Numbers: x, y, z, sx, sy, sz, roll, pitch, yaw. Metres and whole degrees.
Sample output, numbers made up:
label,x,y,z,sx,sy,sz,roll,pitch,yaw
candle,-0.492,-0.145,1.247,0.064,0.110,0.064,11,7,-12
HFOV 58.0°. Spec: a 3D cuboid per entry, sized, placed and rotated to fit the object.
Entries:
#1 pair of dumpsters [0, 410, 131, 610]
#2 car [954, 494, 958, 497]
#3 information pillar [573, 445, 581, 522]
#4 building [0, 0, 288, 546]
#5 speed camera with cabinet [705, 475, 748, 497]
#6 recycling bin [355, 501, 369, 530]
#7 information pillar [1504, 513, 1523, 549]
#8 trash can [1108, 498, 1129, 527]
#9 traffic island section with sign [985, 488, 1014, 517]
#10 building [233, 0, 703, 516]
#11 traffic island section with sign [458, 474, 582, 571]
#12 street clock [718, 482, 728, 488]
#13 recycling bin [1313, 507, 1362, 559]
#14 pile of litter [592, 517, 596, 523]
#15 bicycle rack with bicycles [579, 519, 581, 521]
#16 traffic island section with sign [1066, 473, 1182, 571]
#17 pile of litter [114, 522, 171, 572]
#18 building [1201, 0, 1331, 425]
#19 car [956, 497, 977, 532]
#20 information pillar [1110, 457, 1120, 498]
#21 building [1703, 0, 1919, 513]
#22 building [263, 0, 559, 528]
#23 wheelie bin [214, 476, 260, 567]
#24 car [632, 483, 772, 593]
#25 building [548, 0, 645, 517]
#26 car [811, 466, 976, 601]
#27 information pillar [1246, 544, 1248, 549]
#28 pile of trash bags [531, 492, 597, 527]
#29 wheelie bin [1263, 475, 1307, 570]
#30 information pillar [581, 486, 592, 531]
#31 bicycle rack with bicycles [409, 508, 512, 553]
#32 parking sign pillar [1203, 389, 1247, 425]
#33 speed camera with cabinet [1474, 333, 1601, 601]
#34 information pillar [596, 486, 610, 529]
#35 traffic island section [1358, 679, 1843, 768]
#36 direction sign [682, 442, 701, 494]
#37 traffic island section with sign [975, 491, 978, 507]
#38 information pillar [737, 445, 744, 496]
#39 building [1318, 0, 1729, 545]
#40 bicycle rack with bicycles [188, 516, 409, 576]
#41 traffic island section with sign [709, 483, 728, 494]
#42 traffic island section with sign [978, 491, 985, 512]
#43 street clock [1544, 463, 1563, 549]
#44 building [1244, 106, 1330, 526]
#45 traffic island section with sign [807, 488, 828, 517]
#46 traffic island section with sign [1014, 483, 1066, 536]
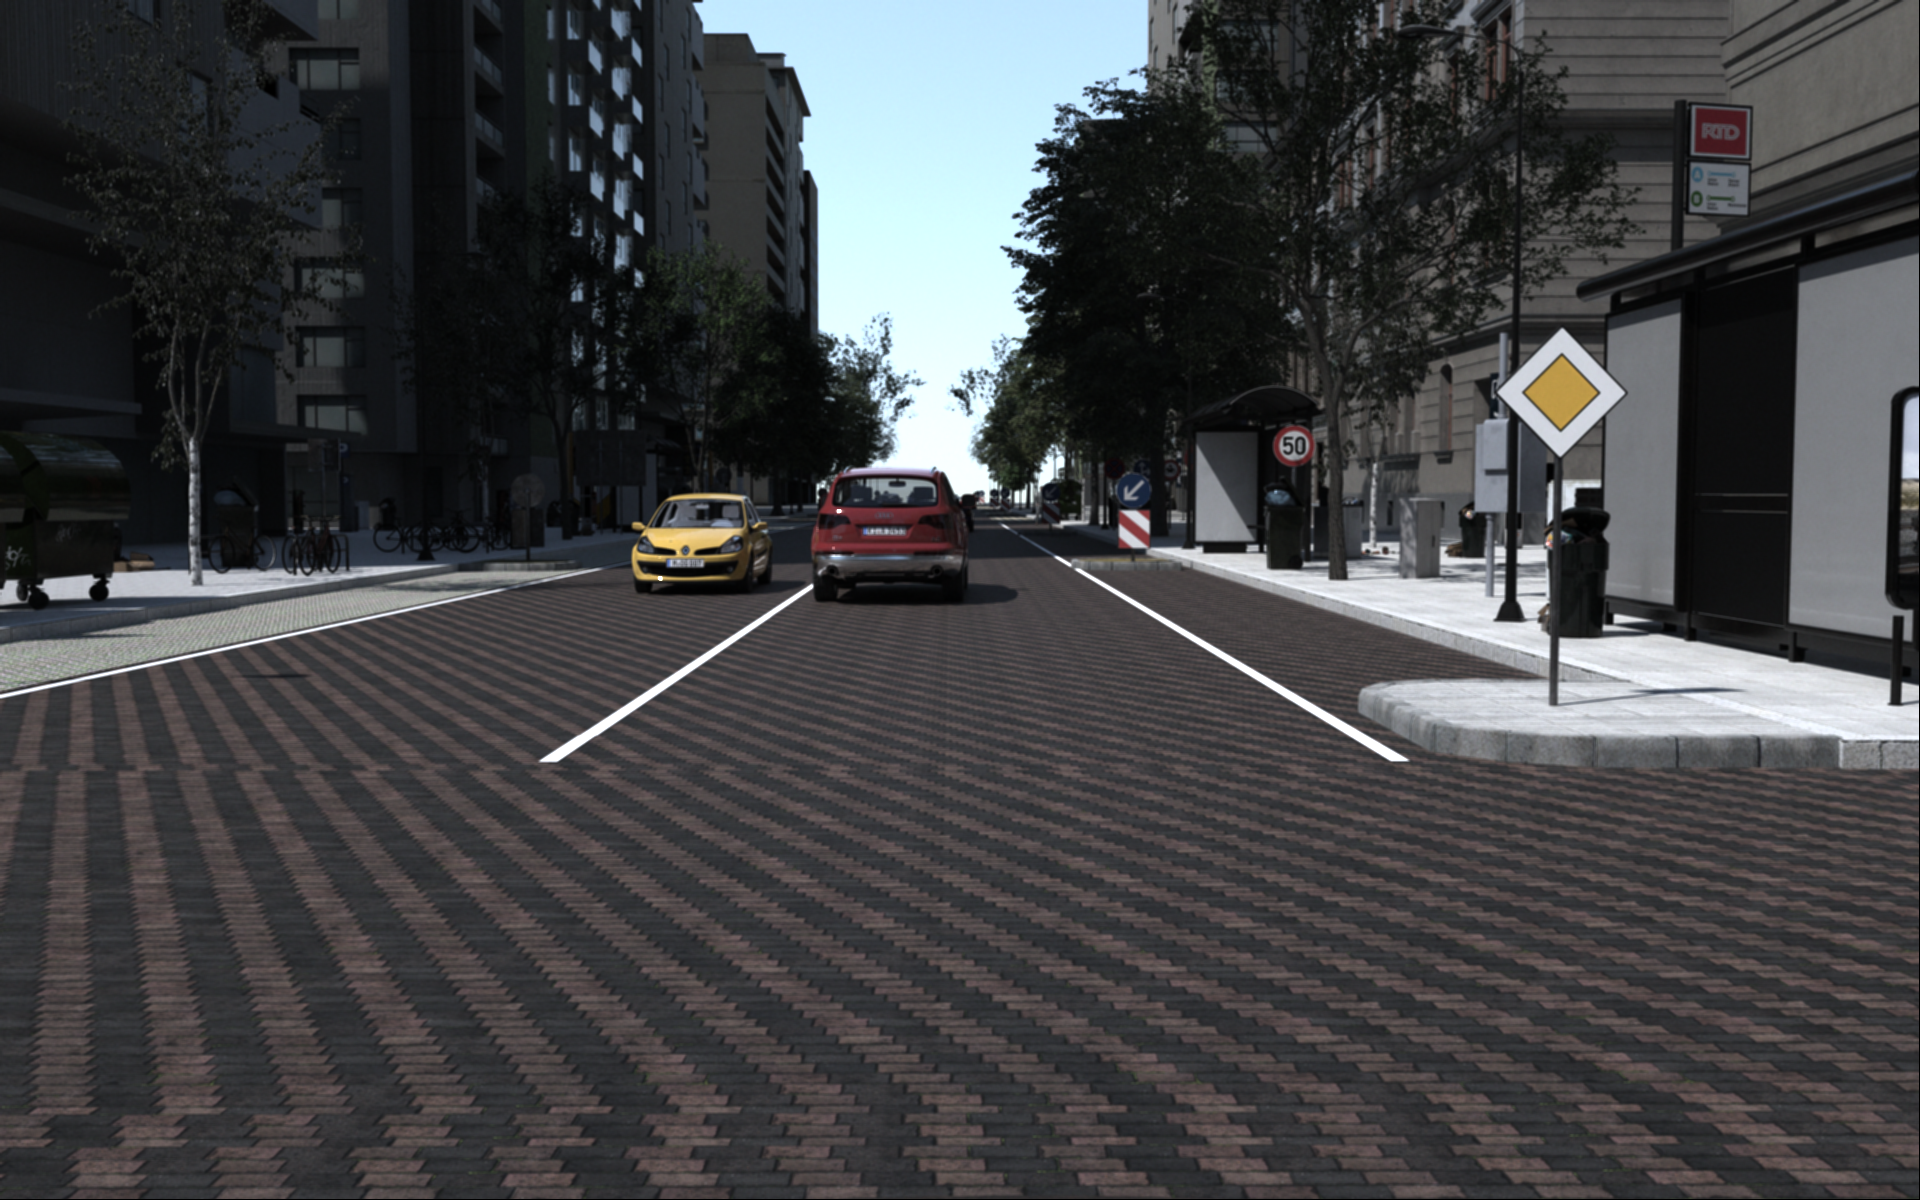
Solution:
label,x,y,z,sx,sy,sz,roll,pitch,yaw
pair of dumpsters,-10.686,-0.987,18.628,1.574,2.255,4.437,0,4,0
car,-0.878,-11.319,194.844,2.009,1.686,4.222,0,4,1
information pillar,-17.424,-5.319,78.317,0.504,3.616,0.183,-1,4,-13
building,-31.173,-27.363,36.625,28.713,52.752,27.495,0,4,0
speed camera with cabinet,-11.387,-5.511,84.442,2.038,3.252,0.660,0,4,4
recycling bin,-21.896,-3.069,62.728,0.722,1.027,0.722,1,4,10
information pillar,12.961,-2.202,40.500,0.304,2.012,0.304,-1,4,-17
trash can,6.073,-3.401,67.256,0.748,1.137,0.748,0,3,0
traffic island section with sign,2.744,-6.205,110.071,1.989,1.847,2.006,0,4,0
building,-34.066,-33.066,129.860,28.713,52.752,27.495,0,4,0
traffic island section with sign,-8.253,-1.477,32.781,1.989,1.847,2.006,0,4,0
street clock,-11.430,-4.834,83.613,0.471,2.002,0.358,0,4,-6
recycling bin,7.521,-1.342,34.494,0.722,1.027,0.722,-1,4,-18
pile of litter,-15.713,-3.783,75.825,1.719,0.858,1.176,1,4,22
bicycle rack with bicycles,-18.902,-4.079,80.073,2.925,0.926,2.852,0,4,-5
traffic island section with sign,3.164,-1.516,33.410,1.989,1.847,2.006,0,4,0
pile of litter,-13.989,-0.909,28.829,1.719,0.858,1.176,-3,5,-43
building,19.974,-25.129,94.447,14.154,41.232,14.086,0,4,0
car,-0.323,-3.331,67.041,1.945,1.354,3.894,0,4,1
information pillar,6.797,-5.179,76.037,0.504,3.616,0.183,1,4,11
building,28.741,-11.754,25.469,30.059,22.955,16.112,0,4,0
building,-25.034,-23.624,69.853,14.154,41.232,14.086,0,4,0
wheelie bin,-12.741,-1.383,30.525,0.693,1.594,0.980,-1,4,-16
car,-3.870,-0.985,26.334,2.015,1.641,3.980,0,3,0
building,-30.996,-29.414,100.521,23.786,49.044,30.456,0,4,0
car,-0.915,-0.979,24.680,2.281,1.827,5.304,0,4,1
information pillar,6.563,-2.203,40.519,0.304,2.012,0.304,1,4,20
pile of trash bags,-15.659,-3.545,67.713,3.447,1.369,1.912,0,4,8
wheelie bin,5.525,-1.324,29.563,0.693,1.594,0.980,0,4,3
information pillar,-13.011,-3.413,60.290,0.304,2.012,0.304,-2,4,-28
bicycle rack with bicycles,-11.458,-1.524,38.303,2.925,0.926,2.852,-1,4,-10
parking sign pillar,6.878,-3.476,45.298,1.447,3.967,1.447,-3,5,-40
speed camera with cabinet,7.229,-1.625,20.904,0.660,3.252,2.038,-2,4,-35
information pillar,-12.991,-4.379,62.952,0.504,3.616,0.183,-2,4,-26
traffic island section,3.617,0.720,10.512,2.009,0.180,2.903,0,4,0
direction sign,-11.644,-5.103,75.438,0.876,3.537,0.379,-1,4,-9
traffic island section with sign,2.298,-11.239,192.386,1.989,1.847,2.006,0,4,0
information pillar,-10.552,-5.618,83.217,0.183,3.616,0.504,-3,4,-37
building,20.067,-16.307,54.012,14.401,28.519,23.554,0,4,0
bicycle rack with bicycles,-11.125,-0.923,28.470,2.852,0.926,2.925,1,4,8
traffic island section with sign,-8.401,-3.157,60.246,1.989,1.847,2.006,0,4,0
traffic island section with sign,2.598,-7.858,137.109,1.989,1.847,2.006,0,4,0
street clock,13.729,-2.182,40.241,0.358,2.002,0.471,-3,4,-36
building,18.803,-12.908,75.673,10.561,19.102,19.286,0,4,0
traffic island section with sign,-8.679,-6.212,110.200,1.989,1.847,2.006,0,4,0
traffic island section with sign,3.019,-3.164,60.365,1.989,1.847,2.006,0,4,0
